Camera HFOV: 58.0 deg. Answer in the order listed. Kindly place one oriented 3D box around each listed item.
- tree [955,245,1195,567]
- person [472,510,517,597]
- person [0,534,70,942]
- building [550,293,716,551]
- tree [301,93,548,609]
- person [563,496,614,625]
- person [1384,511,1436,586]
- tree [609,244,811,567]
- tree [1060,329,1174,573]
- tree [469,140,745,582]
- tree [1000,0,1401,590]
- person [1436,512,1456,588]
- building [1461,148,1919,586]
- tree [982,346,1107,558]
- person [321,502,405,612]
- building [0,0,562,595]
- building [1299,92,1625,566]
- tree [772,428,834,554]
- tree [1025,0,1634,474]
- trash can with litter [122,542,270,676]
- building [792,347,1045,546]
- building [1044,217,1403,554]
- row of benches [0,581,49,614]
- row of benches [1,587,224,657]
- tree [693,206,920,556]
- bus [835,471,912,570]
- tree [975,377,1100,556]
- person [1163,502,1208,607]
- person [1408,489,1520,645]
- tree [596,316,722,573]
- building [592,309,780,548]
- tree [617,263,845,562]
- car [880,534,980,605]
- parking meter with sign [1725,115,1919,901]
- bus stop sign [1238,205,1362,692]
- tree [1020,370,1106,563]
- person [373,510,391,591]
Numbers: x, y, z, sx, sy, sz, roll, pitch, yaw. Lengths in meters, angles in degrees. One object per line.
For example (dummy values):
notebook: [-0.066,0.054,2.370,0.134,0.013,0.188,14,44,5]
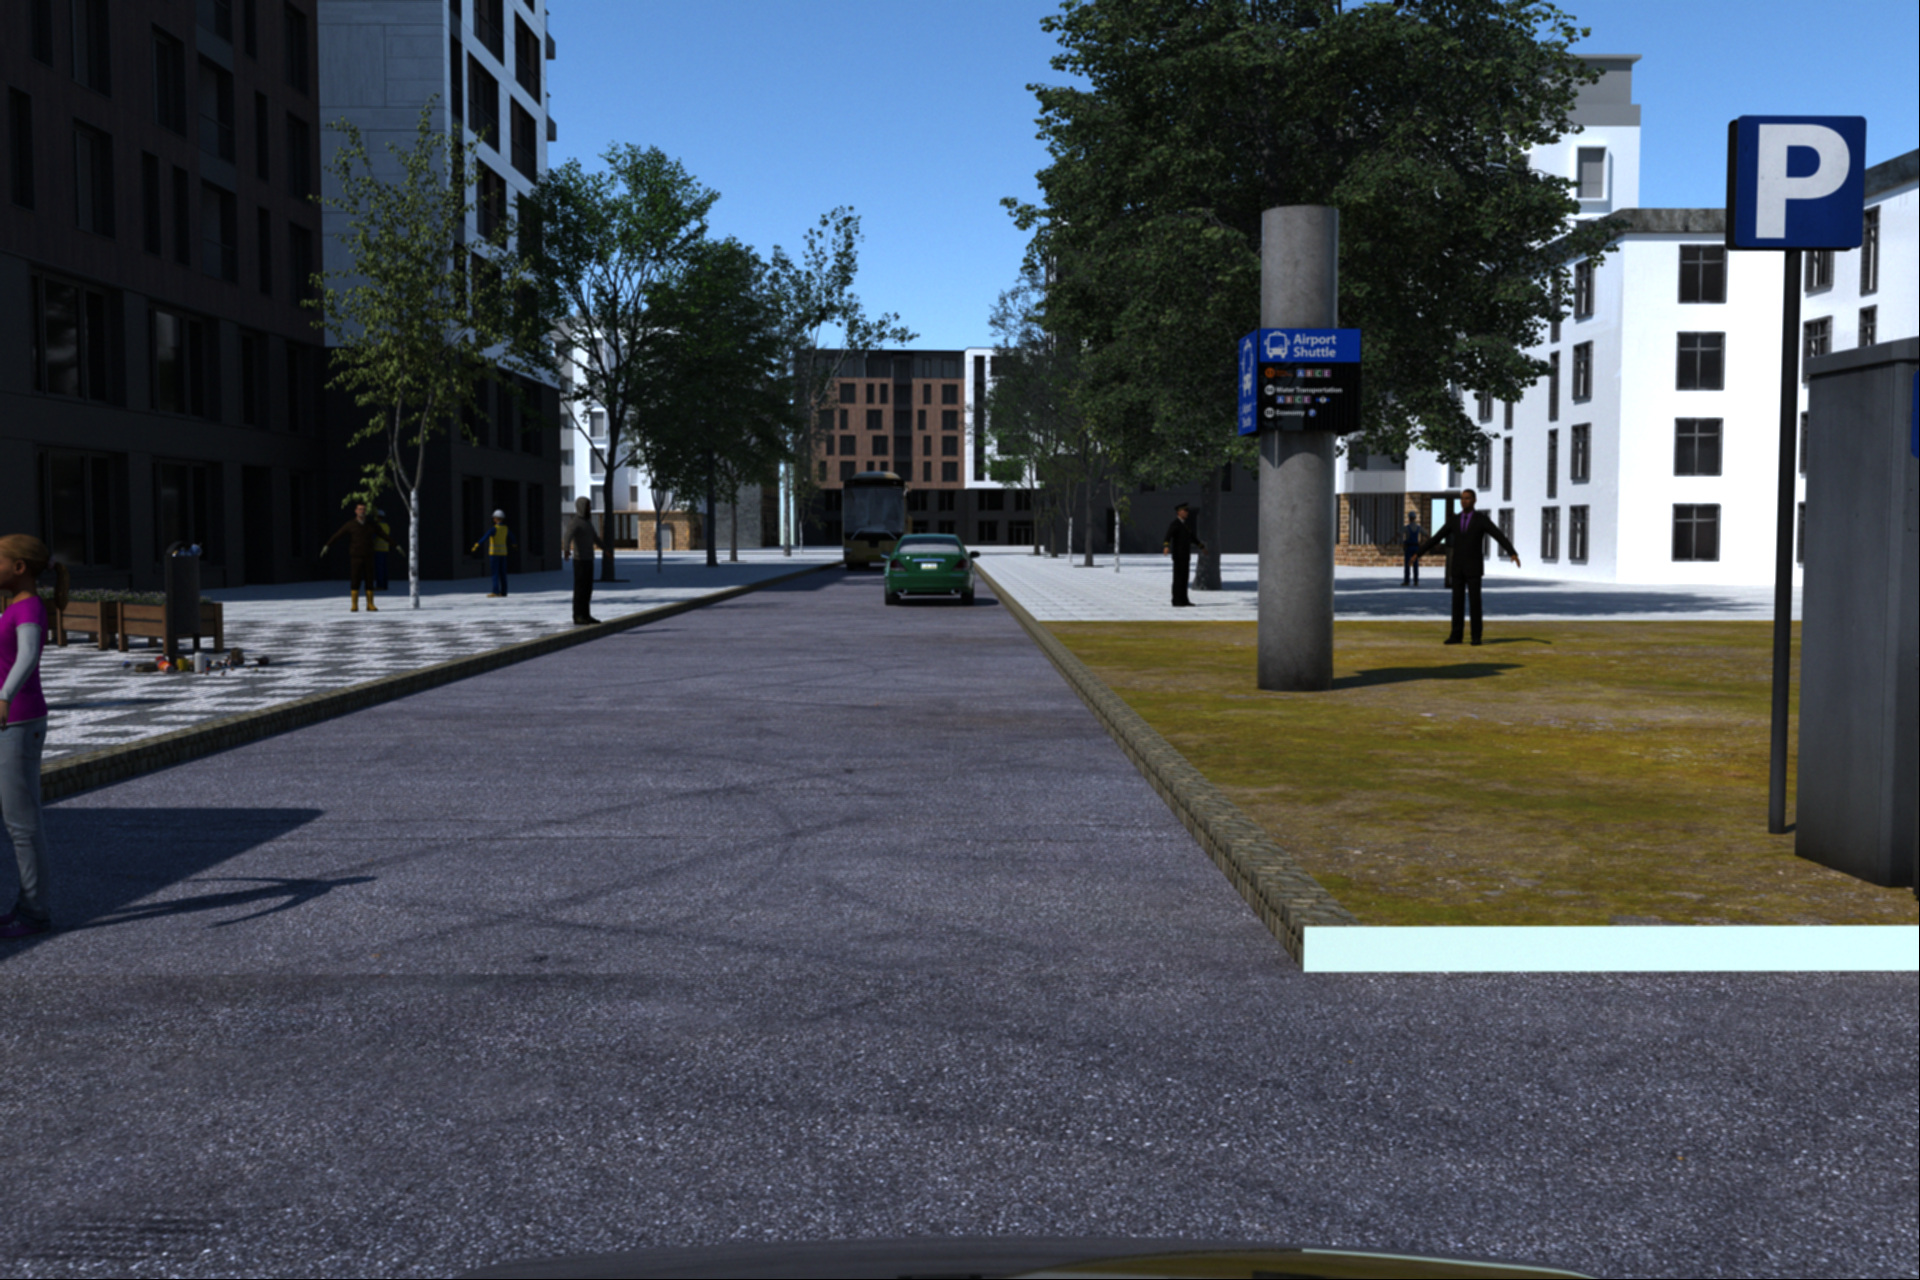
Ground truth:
tree: [5.122,-9.592,67.192,12.009,13.543,11.850,0,3,0]
person: [-9.491,-1.771,35.413,0.721,1.772,1.216,2,4,30]
person: [-3.428,0.338,6.196,0.599,1.433,0.991,-2,4,-29]
building: [-25.867,-17.084,135.741,16.016,20.090,11.380,0,4,0]
tree: [-9.358,-4.861,29.833,4.737,8.622,4.395,0,3,0]
person: [-5.326,-1.131,24.613,0.705,1.813,1.348,1,4,16]
person: [11.190,-2.269,42.952,1.347,1.847,0.705,0,4,-8]
tree: [-9.706,-9.143,67.620,7.486,12.596,7.792,0,3,0]
tree: [5.455,-6.542,57.322,4.737,8.622,4.395,0,3,0]
tree: [-9.299,-7.359,46.081,9.928,11.665,9.643,0,3,0]
tree: [5.687,-8.119,39.405,9.857,13.997,8.962,0,3,0]
person: [11.716,-2.133,41.144,1.348,1.796,0.705,-2,4,-35]
building: [21.558,-6.288,44.955,9.099,9.664,28.070,0,4,0]
tree: [5.040,-10.270,93.669,9.928,11.665,9.643,0,3,0]
person: [-9.913,-1.382,28.737,1.346,1.812,0.704,-2,4,-29]
building: [-27.904,-12.289,44.894,27.936,21.610,32.646,0,4,-1]
building: [20.373,-13.711,80.594,16.016,20.090,11.380,0,4,-1]
tree: [-10.186,-9.823,110.973,4.360,8.622,3.978,0,3,0]
tree: [5.822,-7.411,27.818,9.857,13.997,8.962,0,3,0]
trash can with litter: [-7.223,-0.348,16.748,1.678,1.210,2.233,0,4,1]
building: [-2.867,-21.732,201.742,32.646,21.610,27.936,0,4,-7]
building: [19.976,-17.297,126.788,27.936,21.610,32.646,0,4,0]
row of benches: [-14.048,-0.457,22.927,1.422,0.672,4.104,1,4,22]
row of benches: [-9.576,-0.248,19.519,4.104,0.672,1.422,3,4,39]
tree: [-8.580,-14.868,98.987,12.611,20.169,13.585,0,3,0]
bus: [-3.342,-4.904,71.723,2.896,3.916,12.252,0,4,-1]
tree: [4.686,-10.844,103.052,9.928,11.665,9.643,0,3,0]
person: [3.944,-1.512,30.652,0.705,1.837,1.347,3,5,40]
person: [5.869,-0.848,20.083,1.346,1.802,0.704,3,5,40]
tree: [-9.923,-6.525,57.049,4.360,8.622,3.978,0,3,0]
building: [-28.026,-20.828,171.468,19.493,23.208,18.063,0,4,-1]
tree: [-10.319,-10.307,78.889,12.009,13.543,11.850,0,3,0]
car: [-0.627,-1.498,36.296,2.131,1.459,4.920,0,4,-1]
parking meter with sign: [3.521,-0.627,6.510,0.543,3.016,1.738,0,4,-1]
bus stop sign: [2.776,-1.543,14.250,0.837,3.901,0.837,0,4,-1]
tree: [5.007,-7.785,77.647,4.360,8.622,3.978,0,3,0]
person: [-13.197,-2.042,39.350,0.705,1.833,1.349,0,4,6]
